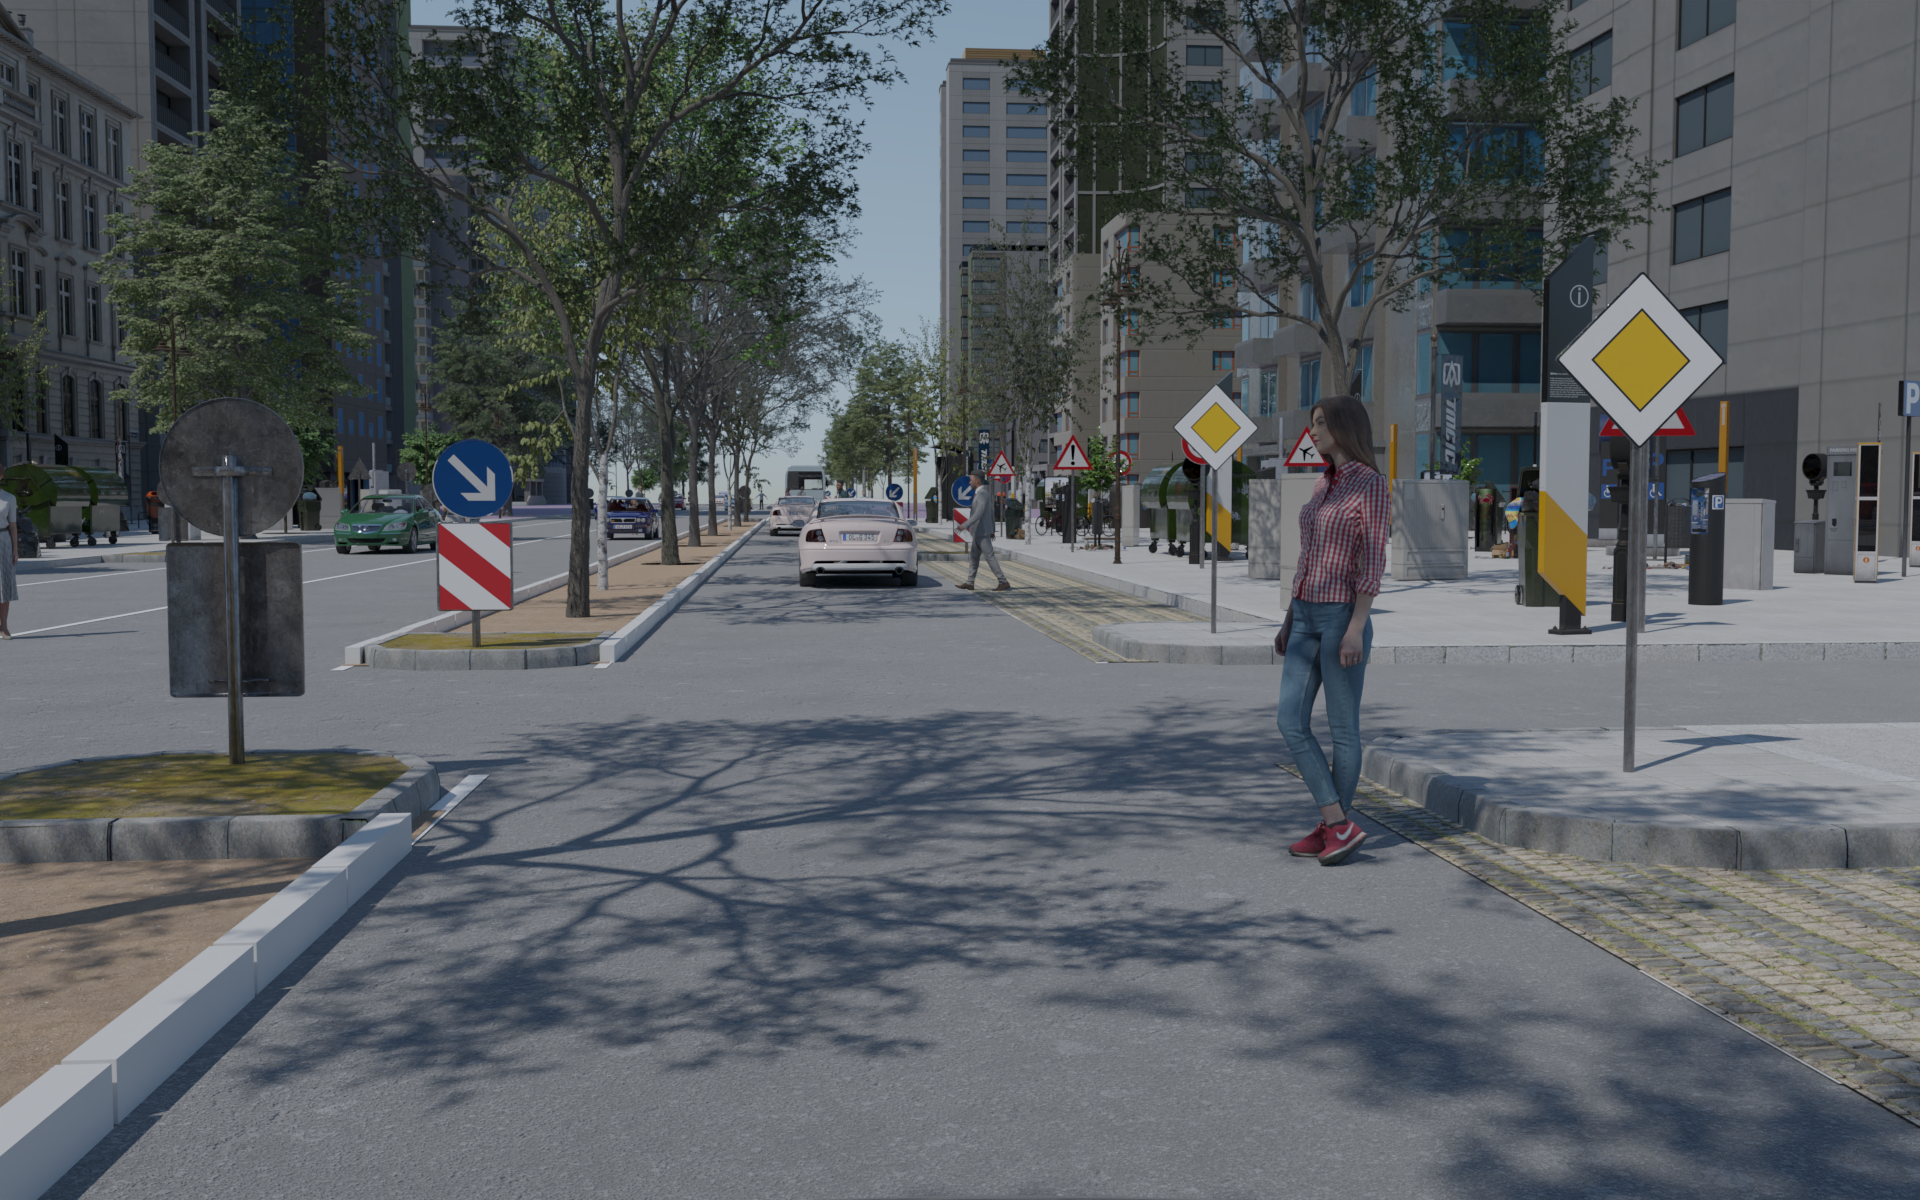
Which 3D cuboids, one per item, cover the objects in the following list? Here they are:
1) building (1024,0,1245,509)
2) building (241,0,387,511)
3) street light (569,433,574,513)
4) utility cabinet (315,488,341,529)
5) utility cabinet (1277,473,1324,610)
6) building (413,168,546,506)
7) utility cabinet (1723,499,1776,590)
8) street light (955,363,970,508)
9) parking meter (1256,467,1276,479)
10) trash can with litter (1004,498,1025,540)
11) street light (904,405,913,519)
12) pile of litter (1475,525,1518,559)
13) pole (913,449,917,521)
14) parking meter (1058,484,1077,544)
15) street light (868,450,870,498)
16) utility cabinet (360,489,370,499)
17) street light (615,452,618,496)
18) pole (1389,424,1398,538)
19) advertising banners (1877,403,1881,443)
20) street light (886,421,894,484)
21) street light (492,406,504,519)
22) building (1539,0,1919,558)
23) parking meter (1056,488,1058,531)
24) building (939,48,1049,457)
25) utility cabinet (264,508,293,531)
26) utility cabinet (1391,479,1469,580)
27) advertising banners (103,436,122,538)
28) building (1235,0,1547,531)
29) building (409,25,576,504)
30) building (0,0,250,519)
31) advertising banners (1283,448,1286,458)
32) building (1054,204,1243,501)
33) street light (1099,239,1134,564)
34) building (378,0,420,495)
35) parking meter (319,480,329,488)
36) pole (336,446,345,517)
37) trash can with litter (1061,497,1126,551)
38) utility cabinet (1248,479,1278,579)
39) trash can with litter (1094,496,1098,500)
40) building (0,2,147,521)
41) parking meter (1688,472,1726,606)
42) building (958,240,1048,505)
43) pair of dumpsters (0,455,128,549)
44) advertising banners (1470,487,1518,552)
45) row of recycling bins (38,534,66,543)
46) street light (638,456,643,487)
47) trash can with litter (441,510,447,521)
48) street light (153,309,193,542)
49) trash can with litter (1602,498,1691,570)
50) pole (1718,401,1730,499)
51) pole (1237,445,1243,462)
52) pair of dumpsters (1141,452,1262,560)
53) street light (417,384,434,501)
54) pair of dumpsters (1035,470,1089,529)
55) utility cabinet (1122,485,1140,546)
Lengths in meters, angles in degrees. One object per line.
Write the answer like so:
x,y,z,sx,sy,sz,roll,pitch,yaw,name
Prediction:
16.764,-43.121,143.280,20.563,71.187,20.611,0,4,-5,building
-46.907,-28.384,114.190,14.600,45.320,14.200,0,4,-5,building
-26.948,-9.025,120.346,0.468,5.910,1.993,0,4,-5,street light
-23.102,-3.310,62.792,1.173,1.500,0.318,-3,5,-40,utility cabinet
3.795,-0.602,18.514,0.318,1.500,1.173,-1,4,-11,utility cabinet
-64.188,-30.749,194.633,32.217,40.220,23.993,0,4,-5,building
10.522,-0.756,23.524,0.306,1.237,1.020,-2,4,-30,utility cabinet
0.130,-5.384,60.823,0.468,5.910,1.993,0,4,-5,street light
6.495,-1.907,36.890,0.399,1.863,0.255,-1,4,-22,parking meter
1.680,-2.297,48.938,0.624,1.170,1.055,-2,4,-29,trash can with litter
-2.691,-7.200,90.501,0.468,5.910,1.993,0,4,-5,street light
11.140,-1.264,34.635,1.719,0.858,1.176,1,4,16,pile of litter
-2.018,-5.154,78.112,0.158,3.312,0.155,0,3,0,pole
2.845,-2.238,44.997,0.372,1.533,0.369,0,3,0,parking meter
-7.225,-10.063,137.315,0.468,5.910,1.993,0,4,-5,street light
-27.953,-4.504,82.321,1.173,1.500,0.318,2,4,24,utility cabinet
-29.731,-10.825,149.768,0.468,5.910,1.993,0,4,-5,street light
12.620,-3.463,50.460,0.158,3.312,0.155,0,3,0,pole
17.311,-2.238,32.783,0.090,3.025,2.074,2,4,32,advertising banners
-4.354,-8.270,107.997,0.468,5.910,1.993,0,4,-5,street light
-24.161,-7.217,90.791,0.468,5.910,1.993,0,4,-5,street light
28.627,-36.881,41.252,20.611,71.187,20.563,0,4,-5,building
3.400,-3.041,58.127,0.372,1.533,0.369,0,3,0,parking meter
7.731,-42.500,236.881,21.231,58.520,28.212,0,4,-5,building
-24.160,-3.063,61.246,1.020,1.237,0.306,-2,4,-27,utility cabinet
7.005,-1.045,25.770,1.173,1.500,0.318,-1,4,-22,utility cabinet
-25.091,-3.372,51.328,0.090,3.025,2.074,-1,4,-10,advertising banners
24.468,-27.668,71.973,23.786,49.044,30.456,0,4,-5,building
-61.481,-41.511,220.697,21.231,58.520,28.212,0,4,-5,building
-49.520,-40.196,95.454,20.563,71.187,20.611,0,4,-5,building
12.194,-4.263,65.886,0.090,3.025,2.074,1,4,22,advertising banners
22.397,-16.848,120.509,27.650,21.520,28.899,0,4,-5,building
2.896,-3.601,31.670,0.468,5.910,1.993,0,4,-5,street light
-49.273,-27.245,129.045,14.154,41.232,14.086,0,4,-5,building
-26.389,-4.051,71.941,0.255,1.863,0.399,1,4,13,parking meter
-26.379,-4.893,73.849,0.158,3.312,0.155,0,3,0,pole
3.012,-1.781,40.177,1.678,1.210,2.233,1,4,15,trash can with litter
4.923,-1.051,25.864,1.173,1.500,0.318,2,4,29,utility cabinet
6.817,-4.635,87.172,0.624,1.170,1.055,1,4,10,trash can with litter
-43.483,-15.142,66.651,14.460,24.649,34.723,0,4,-5,building
8.646,-0.712,20.045,0.372,1.533,0.369,0,3,0,parking meter
7.728,-26.305,201.787,14.160,30.474,14.107,0,4,-5,building
-21.853,-2.424,42.127,1.574,2.255,4.437,0,4,-5,pair of dumpsters
12.309,-2.560,38.039,2.074,3.025,0.090,2,4,25,advertising banners
-24.718,-2.324,45.107,1.069,1.692,3.534,1,4,14,row of recycling bins
-31.870,-12.261,173.262,0.468,5.910,1.993,0,4,-5,street light
-24.526,-4.350,82.503,1.055,1.170,0.624,2,4,35,trash can with litter
-19.664,-4.320,43.414,0.468,5.910,1.993,0,4,-5,street light
12.050,-1.160,30.021,2.233,1.210,1.678,-1,4,-11,trash can with litter
16.834,-2.713,38.206,0.158,3.312,0.155,0,3,0,pole
10.509,-4.360,65.123,0.158,3.312,0.155,0,3,0,pole
4.901,-2.015,35.436,1.574,2.255,4.437,0,4,-6,pair of dumpsters
-22.483,-6.129,72.992,0.468,5.910,1.993,0,4,-5,street light
3.929,-3.875,65.854,1.574,2.255,4.437,0,4,-6,pair of dumpsters
4.177,-2.068,42.488,0.318,1.500,1.173,1,4,13,utility cabinet
